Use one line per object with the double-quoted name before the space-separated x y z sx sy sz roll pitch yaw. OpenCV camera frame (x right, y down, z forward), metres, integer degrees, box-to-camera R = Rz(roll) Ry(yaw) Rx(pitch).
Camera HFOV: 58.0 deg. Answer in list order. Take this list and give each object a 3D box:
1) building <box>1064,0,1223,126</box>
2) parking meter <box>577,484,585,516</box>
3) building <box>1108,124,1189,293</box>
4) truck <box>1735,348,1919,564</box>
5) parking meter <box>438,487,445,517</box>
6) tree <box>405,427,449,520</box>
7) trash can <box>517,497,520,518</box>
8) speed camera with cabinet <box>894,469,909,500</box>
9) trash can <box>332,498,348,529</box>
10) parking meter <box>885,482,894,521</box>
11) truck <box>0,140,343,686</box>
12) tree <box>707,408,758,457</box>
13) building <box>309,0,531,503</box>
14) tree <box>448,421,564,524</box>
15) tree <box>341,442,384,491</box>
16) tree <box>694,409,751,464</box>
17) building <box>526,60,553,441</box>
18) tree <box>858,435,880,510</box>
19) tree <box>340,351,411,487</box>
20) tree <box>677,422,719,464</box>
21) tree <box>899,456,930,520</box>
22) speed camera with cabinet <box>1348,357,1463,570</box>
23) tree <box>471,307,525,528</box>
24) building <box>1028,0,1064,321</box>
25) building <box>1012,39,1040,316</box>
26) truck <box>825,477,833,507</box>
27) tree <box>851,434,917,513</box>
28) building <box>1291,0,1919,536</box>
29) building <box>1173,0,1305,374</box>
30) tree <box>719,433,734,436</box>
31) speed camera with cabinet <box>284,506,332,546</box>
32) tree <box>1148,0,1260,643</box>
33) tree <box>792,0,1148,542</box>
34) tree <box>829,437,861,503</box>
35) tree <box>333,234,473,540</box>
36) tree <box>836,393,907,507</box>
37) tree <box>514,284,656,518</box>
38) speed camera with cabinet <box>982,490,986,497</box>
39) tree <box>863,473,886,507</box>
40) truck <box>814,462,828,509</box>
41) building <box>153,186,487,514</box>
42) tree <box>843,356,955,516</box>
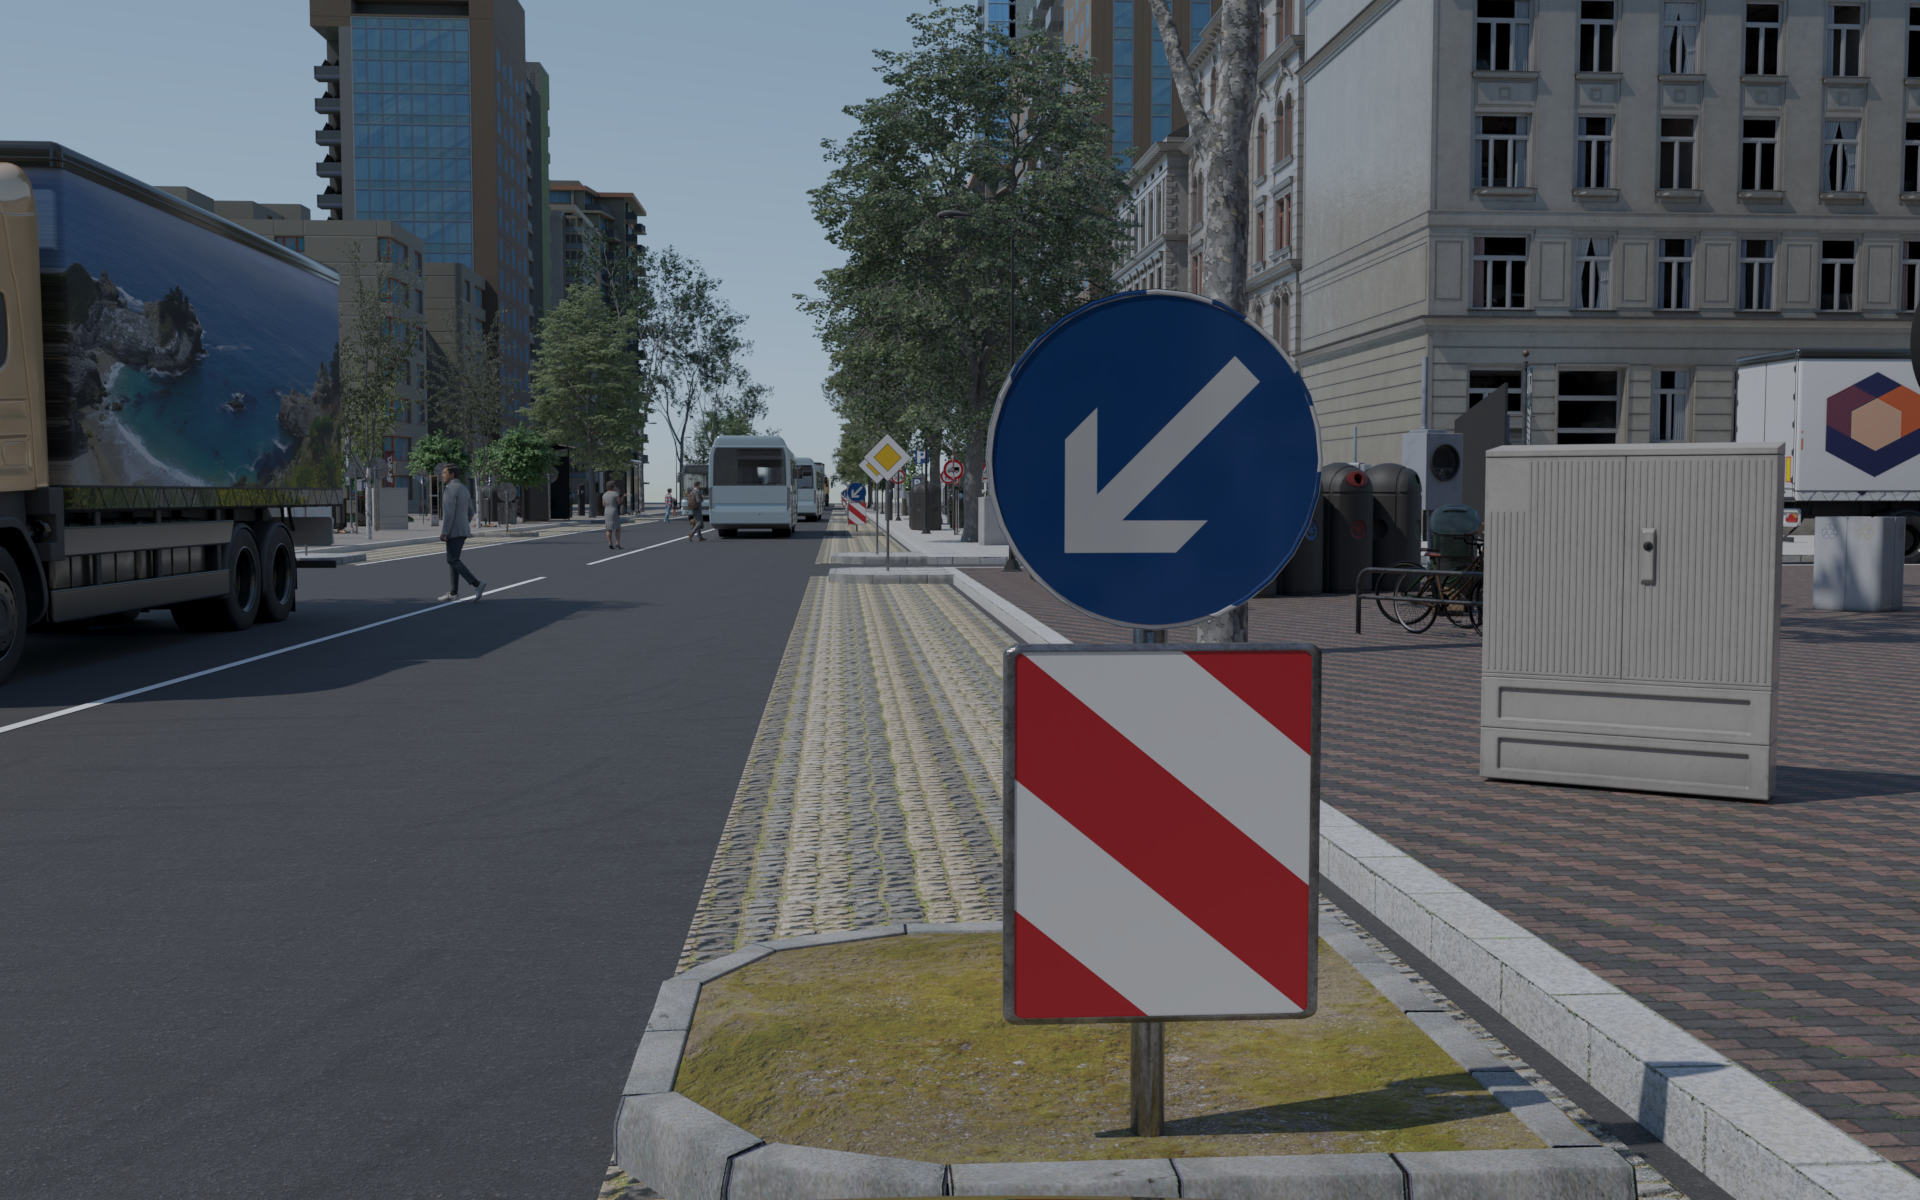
"building" 15.097 -28.932 123.148 14.600 45.320 14.200 0 4 -4
"parking meter" -22.136 -5.841 101.214 0.399 1.863 0.255 -2 4 -34
"building" 15.300 -16.787 103.339 11.050 23.489 19.941 0 4 -4
"truck" 21.549 -2.798 34.660 11.283 4.237 2.839 0 4 -3
"parking meter" -28.320 -5.435 94.576 0.399 1.863 0.255 -3 4 -38
"tree" -25.428 -6.187 84.875 4.285 4.588 4.351 0 3 0
"trash can" -23.478 -4.984 93.138 0.748 1.137 0.748 0 3 0
"speed camera with cabinet" -2.610 -6.074 93.639 2.038 3.252 0.660 3 4 37
"trash can" -22.679 -3.149 63.143 0.748 1.137 0.748 0 3 0
"parking meter" -3.420 -4.778 83.828 0.399 1.863 0.255 0 4 1
"truck" -8.512 -1.656 15.995 2.839 4.237 11.283 0 4 -4
"tree" -29.585 -18.988 228.574 7.486 12.596 7.792 0 3 0
"building" -44.282 -30.242 144.560 14.600 45.320 14.200 0 4 -4
"tree" -19.026 -5.624 75.662 4.285 4.588 4.351 0 3 0
"tree" -35.612 -7.258 102.375 4.285 4.588 4.351 0 3 0
"tree" -29.044 -17.472 211.428 9.928 11.665 9.643 0 3 0
"building" -45.616 -29.061 158.743 14.154 41.232 14.086 0 4 -4
"tree" -6.544 -11.696 141.592 4.737 8.622 4.395 0 3 0
"tree" -30.031 -8.423 88.080 4.737 8.622 4.395 0 3 0
"tree" -25.677 -13.530 171.575 4.737 8.622 4.395 0 3 0
"tree" -2.360 -5.667 87.255 1.663 3.219 1.824 0 3 0
"speed camera with cabinet" 6.163 -1.850 24.583 2.038 3.252 0.660 -2 4 -25
"tree" -18.078 -6.973 64.365 4.360 8.622 3.978 0 3 0
"building" 17.611 -32.168 145.550 23.786 49.044 30.456 0 4 -4
"building" 12.625 -31.656 167.694 14.600 45.320 14.200 0 4 -4
"truck" -16.359 -12.456 199.579 3.469 3.379 9.791 0 4 -4
"tree" -4.491 -10.040 114.517 4.360 8.622 3.978 0 3 0
"building" 27.850 -13.888 60.360 30.059 22.955 16.112 0 4 -4
"building" 19.013 -17.999 81.681 14.401 28.519 23.554 0 4 -4
"tree" -27.767 -15.593 205.302 4.360 8.622 3.978 0 3 0
"speed camera with cabinet" -16.516 -2.942 42.436 2.038 3.252 0.660 -3 5 -43
"tree" 3.289 -9.675 14.082 12.611 20.169 13.585 0 3 0
"tree" 0.461 -8.513 45.837 9.857 13.997 8.962 0 3 0
"tree" -14.782 -20.597 253.769 9.611 12.733 9.660 0 3 0
"tree" -16.883 -6.011 48.644 4.360 8.622 3.978 0 3 0
"tree" -8.529 -15.446 170.664 7.486 12.596 7.792 0 3 0
"tree" -20.363 -10.772 94.256 7.486 12.596 7.792 0 3 0
"speed camera with cabinet" 1.319 -4.441 66.951 2.038 3.252 0.660 3 4 37
"tree" -8.310 -11.852 177.486 4.285 4.588 4.351 0 3 0
"truck" -13.637 -10.331 157.823 2.839 4.237 11.283 0 4 -2
"building" -50.667 -17.015 123.231 27.650 21.520 28.899 0 4 -4
"tree" -3.432 -10.765 101.756 9.928 11.665 9.643 0 3 0
